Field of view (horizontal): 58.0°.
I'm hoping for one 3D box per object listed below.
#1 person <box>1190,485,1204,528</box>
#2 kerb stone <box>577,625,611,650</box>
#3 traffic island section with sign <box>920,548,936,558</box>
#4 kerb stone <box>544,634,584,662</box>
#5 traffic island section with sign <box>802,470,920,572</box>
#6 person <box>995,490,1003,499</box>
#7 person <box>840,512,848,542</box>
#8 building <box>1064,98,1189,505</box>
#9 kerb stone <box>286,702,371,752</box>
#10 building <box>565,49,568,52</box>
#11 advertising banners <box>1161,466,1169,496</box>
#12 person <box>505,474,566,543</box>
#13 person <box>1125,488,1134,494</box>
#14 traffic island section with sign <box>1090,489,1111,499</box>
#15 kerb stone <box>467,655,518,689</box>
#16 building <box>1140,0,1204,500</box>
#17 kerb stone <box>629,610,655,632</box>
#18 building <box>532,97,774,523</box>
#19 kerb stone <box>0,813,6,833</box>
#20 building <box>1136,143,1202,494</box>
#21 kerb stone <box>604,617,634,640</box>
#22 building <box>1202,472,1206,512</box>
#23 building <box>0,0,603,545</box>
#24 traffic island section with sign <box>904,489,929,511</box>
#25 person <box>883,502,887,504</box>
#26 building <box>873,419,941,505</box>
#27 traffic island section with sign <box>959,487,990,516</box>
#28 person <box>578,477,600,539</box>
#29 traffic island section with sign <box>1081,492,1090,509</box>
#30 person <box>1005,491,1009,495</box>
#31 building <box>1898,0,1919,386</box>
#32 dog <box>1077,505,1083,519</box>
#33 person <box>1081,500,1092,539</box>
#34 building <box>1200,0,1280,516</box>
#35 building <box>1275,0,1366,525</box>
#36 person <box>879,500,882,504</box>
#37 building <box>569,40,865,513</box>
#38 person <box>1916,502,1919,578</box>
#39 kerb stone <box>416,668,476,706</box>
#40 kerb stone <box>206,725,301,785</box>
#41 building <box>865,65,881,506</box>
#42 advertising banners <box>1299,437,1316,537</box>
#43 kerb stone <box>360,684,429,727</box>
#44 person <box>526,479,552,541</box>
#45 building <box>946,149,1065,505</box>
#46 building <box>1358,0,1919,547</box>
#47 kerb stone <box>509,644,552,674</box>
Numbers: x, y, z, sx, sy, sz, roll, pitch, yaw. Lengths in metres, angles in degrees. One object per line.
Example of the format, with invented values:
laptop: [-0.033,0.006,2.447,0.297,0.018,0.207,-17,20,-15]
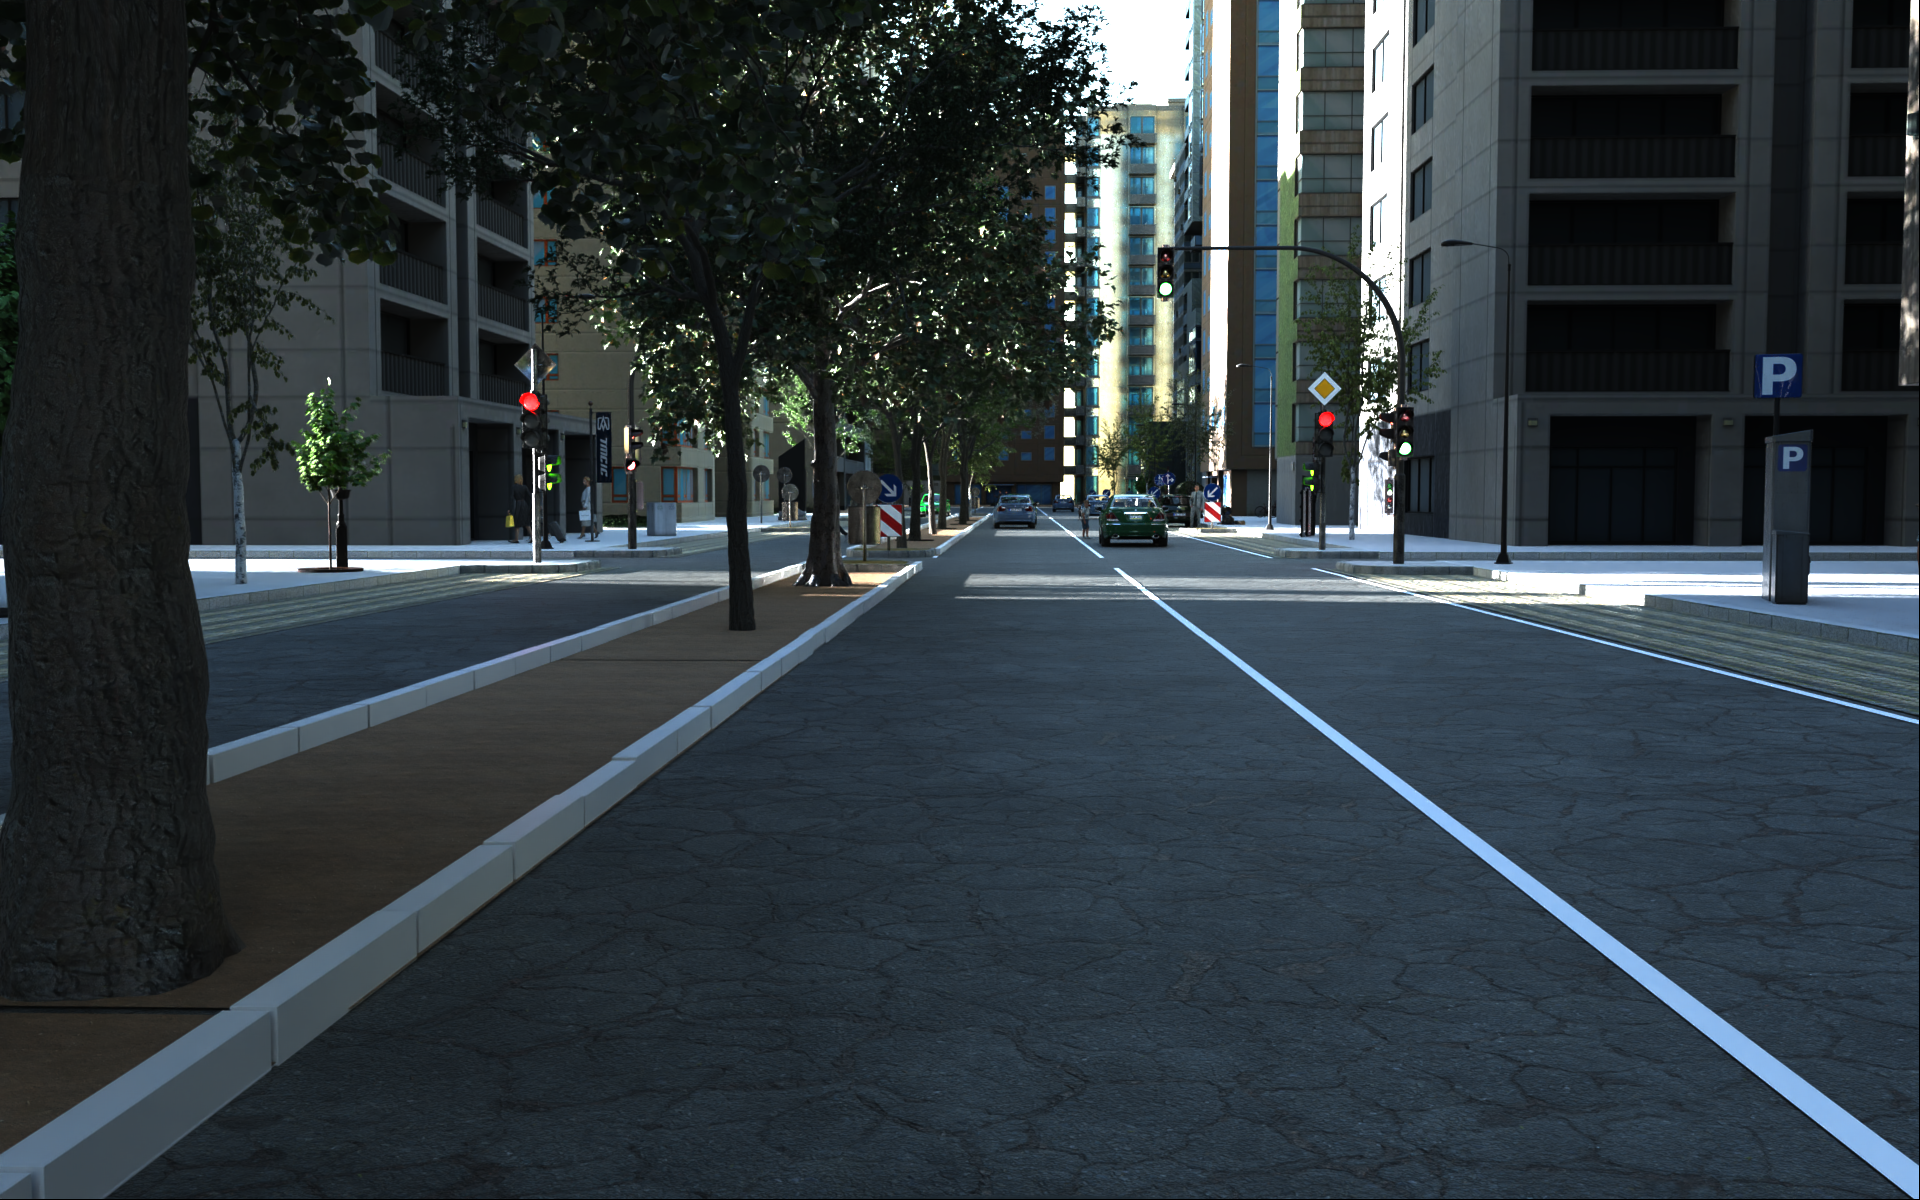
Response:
person: [9.427,-3.700,69.096,0.635,1.810,0.391,1,4,21]
kerb stone: [-3.463,0.370,16.182,0.120,0.150,1.000,0,4,2]
traffic island section with sign: [-1.588,-1.943,39.897,2.006,1.907,1.989,0,4,2]
kerb stone: [-3.503,0.433,15.154,0.120,0.150,1.000,0,4,2]
traffic island section with sign: [-1.851,-1.490,32.495,2.006,1.907,1.989,0,4,2]
person: [3.449,-8.788,152.718,0.750,1.759,0.617,-3,4,-38]
person: [-3.709,-2.672,52.032,0.795,1.843,0.661,0,4,-5]
building: [27.880,-36.245,212.219,30.456,49.044,23.786,0,4,2]
kerb stone: [-3.680,0.743,10.040,0.120,0.150,1.000,0,4,2]
building: [-20.090,-30.726,126.074,21.300,48.544,21.600,0,4,2]
advertising banners: [12.907,-6.896,108.933,0.090,3.025,2.074,1,4,20]
person: [-11.107,-2.385,45.260,1.509,1.804,0.699,0,4,-5]
person: [14.844,-8.912,151.734,1.348,1.826,0.705,1,4,10]
traffic island section with sign: [11.859,-8.150,141.886,1.989,1.847,2.006,0,4,2]
kerb stone: [-3.572,0.556,13.104,0.120,0.150,1.000,0,4,2]
building: [27.706,-50.960,145.864,22.319,86.520,31.000,0,4,2]
kerb stone: [-3.405,0.242,18.234,0.120,0.150,1.000,0,4,2]
building: [-25.668,-15.044,91.017,27.650,21.520,28.899,0,4,2]
kerb stone: [-3.790,0.936,6.969,0.120,0.150,1.000,0,4,2]
building: [34.427,-29.536,174.801,32.217,40.220,23.993,0,4,2]
kerb stone: [-3.438,0.305,17.212,0.120,0.150,1.000,0,4,2]
building: [24.434,-21.618,125.162,14.160,30.474,14.107,0,4,2]
building: [-22.330,-37.523,51.759,20.563,71.187,20.611,0,4,2]
traffic island section with sign: [-3.838,-8.186,142.471,1.989,1.847,2.006,0,4,2]
person: [-3.651,-4.654,84.764,0.590,1.801,0.661,-1,4,-12]
building: [-8.892,-26.723,208.616,14.107,30.474,14.160,0,4,2]
traffic island section with sign: [0.976,-6.536,114.992,2.006,1.907,1.989,0,4,2]
person: [-10.706,-2.660,49.894,0.624,1.780,0.694,0,4,1]
traffic island section with sign: [12.786,-9.798,168.825,1.989,1.847,2.006,0,4,2]
person: [5.218,-11.158,191.384,0.683,1.767,0.568,1,4,15]
building: [19.973,-15.238,20.838,14.160,30.474,14.107,0,4,2]
dog: [6.748,-4.728,94.135,0.800,0.831,0.513,0,4,-2]
person: [4.046,-2.580,55.363,0.332,1.250,0.352,-1,4,-10]
building: [22.346,-27.796,104.574,14.600,45.320,14.200,0,4,2]
building: [21.038,-24.040,76.657,14.154,41.232,14.086,0,4,2]
person: [-7.144,-9.070,157.572,0.421,1.427,0.697,2,4,30]
building: [-19.695,-32.045,147.633,21.300,48.544,21.600,0,4,2]
person: [9.169,-0.338,16.253,0.352,1.250,0.332,-1,4,-17]
kerb stone: [-3.611,0.619,12.083,0.120,0.150,1.000,0,4,2]
kerb stone: [-3.714,0.806,9.017,0.120,0.150,1.000,0,4,2]
building: [-21.991,-35.798,174.533,27.495,52.752,28.713,0,4,2]
advertising banners: [10.532,-3.432,52.295,0.090,3.025,2.074,2,4,24]
kerb stone: [-3.640,0.681,11.061,0.120,0.150,1.000,0,4,2]
person: [-11.486,-2.515,47.352,0.728,1.800,0.709,-3,5,-43]
building: [5.248,-34.093,207.530,14.200,45.320,14.600,0,4,2]
building: [24.288,-37.430,50.239,20.611,71.187,20.563,0,4,2]
kerb stone: [-3.540,0.494,14.125,0.120,0.150,1.000,0,4,2]
